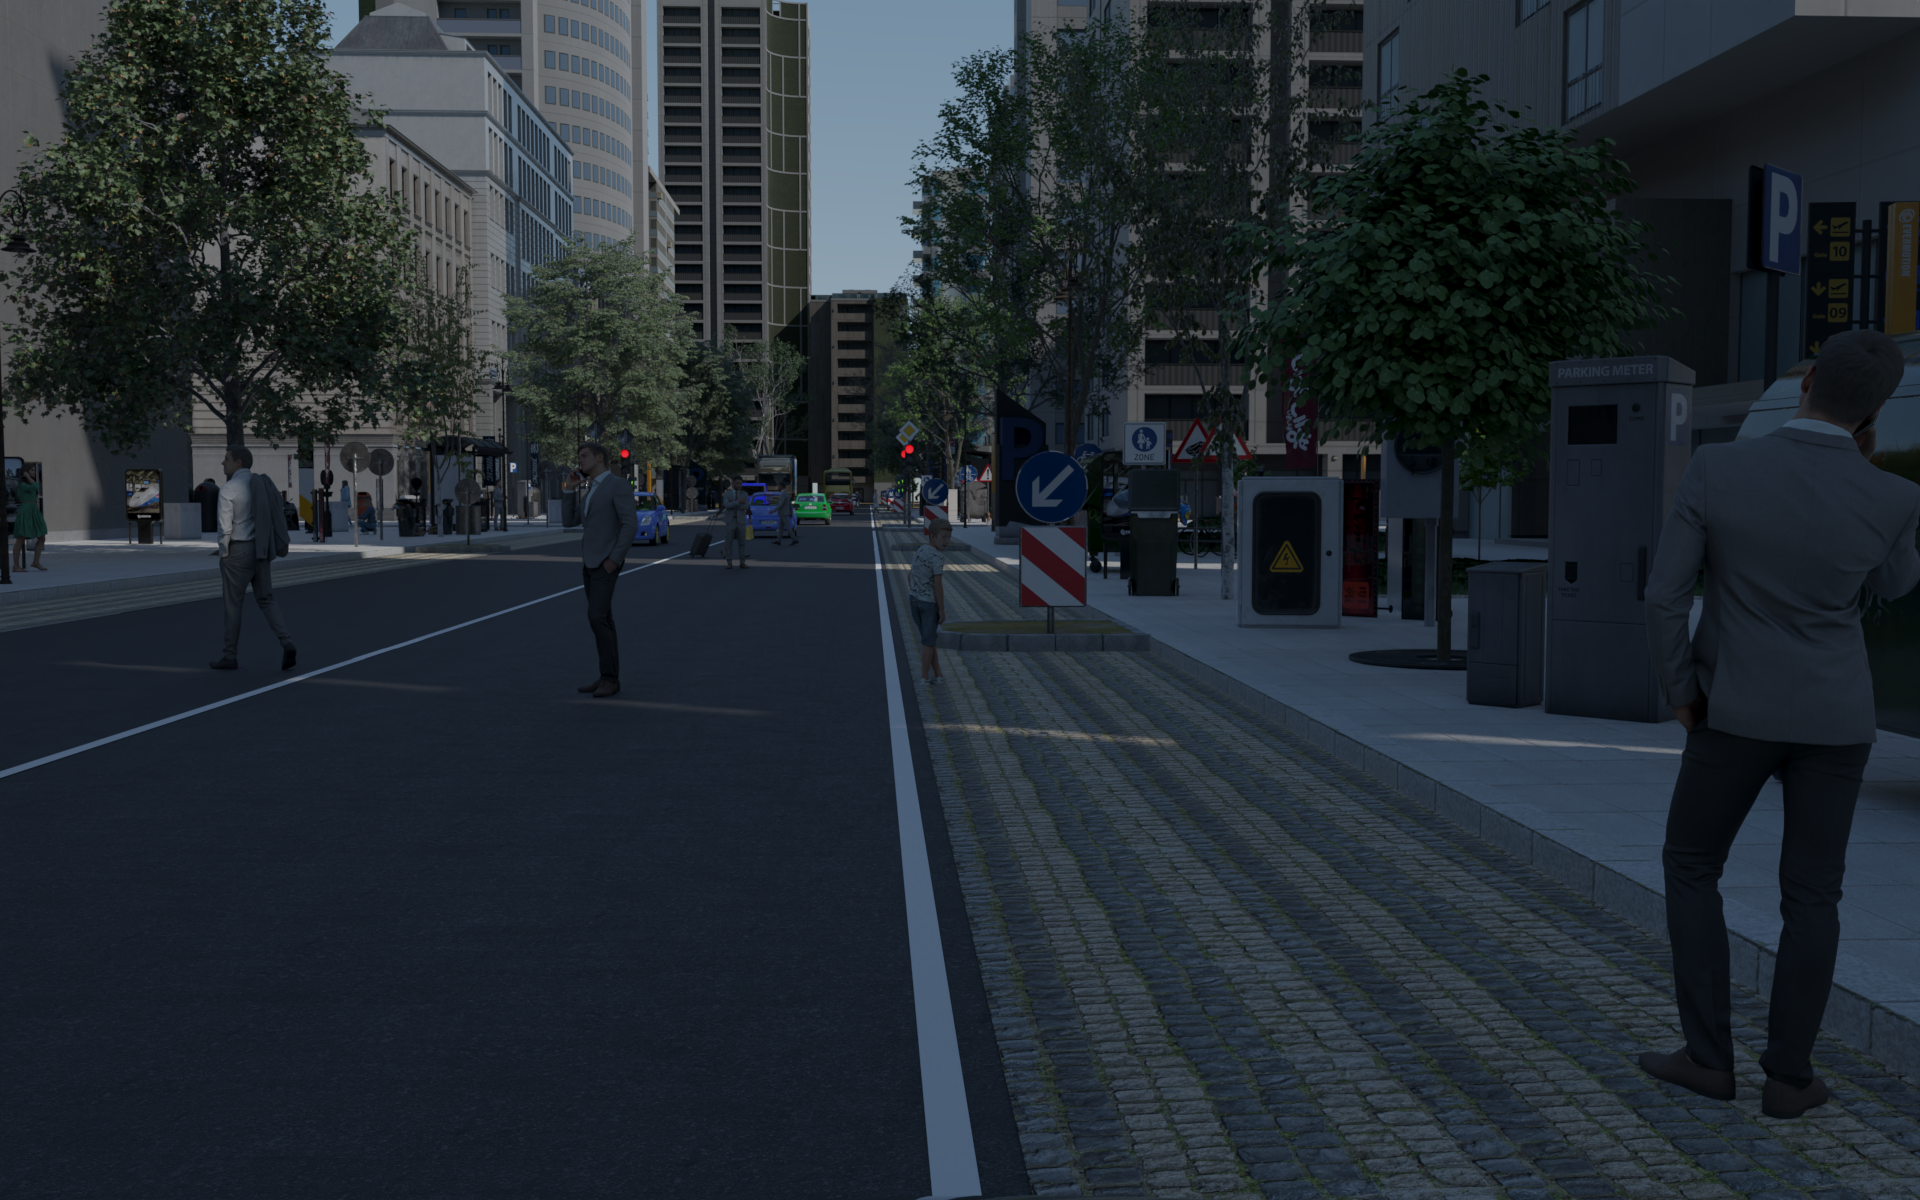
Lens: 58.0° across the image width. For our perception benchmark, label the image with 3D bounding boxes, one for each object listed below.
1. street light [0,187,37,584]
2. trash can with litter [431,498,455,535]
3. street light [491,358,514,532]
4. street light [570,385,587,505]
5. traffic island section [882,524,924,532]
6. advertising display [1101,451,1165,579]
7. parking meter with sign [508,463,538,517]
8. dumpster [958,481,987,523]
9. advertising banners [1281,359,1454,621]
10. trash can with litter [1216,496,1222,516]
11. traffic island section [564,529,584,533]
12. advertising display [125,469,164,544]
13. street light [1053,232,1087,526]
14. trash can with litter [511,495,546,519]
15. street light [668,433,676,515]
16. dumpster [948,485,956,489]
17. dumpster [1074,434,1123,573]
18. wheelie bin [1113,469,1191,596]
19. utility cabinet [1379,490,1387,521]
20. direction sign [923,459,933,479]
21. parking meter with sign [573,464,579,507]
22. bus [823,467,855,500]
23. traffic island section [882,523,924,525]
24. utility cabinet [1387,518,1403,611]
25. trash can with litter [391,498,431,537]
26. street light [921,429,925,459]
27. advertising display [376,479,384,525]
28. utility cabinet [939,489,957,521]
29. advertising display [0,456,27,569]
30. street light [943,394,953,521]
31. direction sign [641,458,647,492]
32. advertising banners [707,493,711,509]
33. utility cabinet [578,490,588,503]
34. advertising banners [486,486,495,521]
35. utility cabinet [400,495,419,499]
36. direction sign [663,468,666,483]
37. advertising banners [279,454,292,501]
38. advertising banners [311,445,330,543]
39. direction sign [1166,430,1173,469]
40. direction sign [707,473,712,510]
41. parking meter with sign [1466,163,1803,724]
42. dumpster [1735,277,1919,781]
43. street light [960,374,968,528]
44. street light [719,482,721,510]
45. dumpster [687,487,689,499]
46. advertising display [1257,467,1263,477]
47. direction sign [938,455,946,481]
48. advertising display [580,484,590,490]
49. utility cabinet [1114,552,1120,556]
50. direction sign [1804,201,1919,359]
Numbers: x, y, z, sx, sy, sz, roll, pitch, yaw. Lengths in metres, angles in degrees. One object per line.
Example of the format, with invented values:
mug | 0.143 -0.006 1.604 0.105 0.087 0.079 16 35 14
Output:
street light | -13.618 -3.165 24.534 0.468 5.910 1.993 0 4 -3
trash can with litter | -16.422 -2.640 54.546 1.055 1.170 0.624 2 4 32
street light | -15.528 -5.271 58.971 0.468 5.910 1.993 0 4 -3
street light | -16.189 -6.166 73.600 0.468 5.910 1.993 0 4 -3
traffic island section | -1.911 -2.678 66.065 2.009 0.180 2.903 0 4 -3
advertising display | 2.593 -1.270 25.979 0.974 1.923 0.123 2 4 23
parking meter with sign | -24.064 -6.076 95.608 1.738 3.016 0.543 2 4 29
dumpster | 0.618 -4.416 77.963 1.264 1.857 1.865 0 4 -3
advertising banners | 4.163 -1.334 17.997 2.074 3.025 0.090 3 5 43
trash can with litter | 11.987 -4.267 80.828 1.678 1.210 2.233 -2 4 -29
traffic island section | -13.737 -2.640 65.452 2.009 0.180 2.903 0 4 -3
advertising display | -20.876 -2.394 44.353 0.974 1.923 0.123 0 4 7
street light | 1.955 -3.548 30.795 0.468 5.910 1.993 0 4 -3
trash can with litter | -22.541 -4.835 90.113 1.678 1.210 2.233 -1 4 -21
street light | -18.018 -8.273 108.049 0.468 5.910 1.993 0 4 -3
dumpster | -0.414 -6.626 114.093 1.264 1.857 1.865 0 4 -3
dumpster | 2.568 -1.612 28.846 1.502 2.255 1.985 0 4 -3
wheelie bin | 2.434 -0.860 21.973 0.980 1.594 0.693 0 4 7
utility cabinet | 20.183 -4.474 81.823 1.173 1.500 0.318 3 5 42
direction sign | -2.086 -7.369 112.482 0.876 3.537 0.379 -3 5 -41
parking meter with sign | -22.544 -6.412 101.103 0.543 3.016 1.738 0 4 6
bus | -11.188 -10.303 160.006 2.896 3.916 12.252 0 4 -3
traffic island section | -2.330 -3.166 74.039 2.009 0.180 2.903 0 4 -3
utility cabinet | 5.020 -0.504 19.400 0.306 1.237 1.020 0 4 5
trash can with litter | -16.544 -2.486 52.036 0.624 1.170 1.055 1 4 15
street light | -2.423 -8.666 114.471 0.468 5.910 1.993 0 4 -3
advertising display | -24.235 -4.106 72.353 0.123 1.923 0.974 -2 4 -28
utility cabinet | -0.577 -4.537 82.855 0.318 1.500 1.173 2 4 32
advertising display | -16.494 -1.490 29.568 0.974 1.923 0.123 -2 4 -23
street light | -0.581 -6.563 80.095 0.468 5.910 1.993 0 4 -3
direction sign | -19.901 -7.170 109.224 0.379 3.537 0.876 1 4 15
advertising banners | -21.425 -8.987 143.118 2.074 3.025 0.090 1 4 19
utility cabinet | -18.281 -4.698 85.487 0.318 1.500 1.173 3 5 41
advertising banners | -22.404 -5.297 82.799 0.090 3.025 2.074 0 4 -3
utility cabinet | -25.493 -4.224 80.228 0.306 1.237 1.020 1 4 22
direction sign | -20.581 -7.805 119.608 0.379 3.537 0.876 1 4 22
advertising banners | -29.433 -4.846 75.416 0.090 3.025 2.074 0 3 0
advertising banners | -16.894 -3.033 45.779 0.090 3.025 2.074 -2 4 -33
direction sign | 7.159 -4.214 60.903 0.876 3.537 0.379 -3 5 -41
direction sign | -20.502 -9.118 141.071 0.876 3.537 0.379 3 5 39
parking meter with sign | 3.798 -0.839 9.975 1.738 3.016 0.543 3 5 45
dumpster | 4.219 -0.269 6.887 1.502 2.255 1.985 0 4 -3
street light | 0.196 -5.644 65.072 0.468 5.910 1.993 0 4 -3
street light | -19.730 -10.371 142.355 0.468 5.910 1.993 0 4 -3
dumpster | -22.223 -8.713 144.945 1.502 2.255 1.985 0 4 -3
advertising display | 7.241 -2.238 41.806 0.123 1.923 0.974 1 4 9
direction sign | -1.018 -6.635 100.472 0.379 3.537 0.876 2 4 29
advertising display | -23.136 -6.164 106.003 0.974 1.923 0.123 -2 4 -31
utility cabinet | 3.483 -1.483 35.414 0.306 1.237 1.020 -1 4 -19
direction sign | 7.028 -1.316 13.515 0.876 3.537 0.379 0 4 5
